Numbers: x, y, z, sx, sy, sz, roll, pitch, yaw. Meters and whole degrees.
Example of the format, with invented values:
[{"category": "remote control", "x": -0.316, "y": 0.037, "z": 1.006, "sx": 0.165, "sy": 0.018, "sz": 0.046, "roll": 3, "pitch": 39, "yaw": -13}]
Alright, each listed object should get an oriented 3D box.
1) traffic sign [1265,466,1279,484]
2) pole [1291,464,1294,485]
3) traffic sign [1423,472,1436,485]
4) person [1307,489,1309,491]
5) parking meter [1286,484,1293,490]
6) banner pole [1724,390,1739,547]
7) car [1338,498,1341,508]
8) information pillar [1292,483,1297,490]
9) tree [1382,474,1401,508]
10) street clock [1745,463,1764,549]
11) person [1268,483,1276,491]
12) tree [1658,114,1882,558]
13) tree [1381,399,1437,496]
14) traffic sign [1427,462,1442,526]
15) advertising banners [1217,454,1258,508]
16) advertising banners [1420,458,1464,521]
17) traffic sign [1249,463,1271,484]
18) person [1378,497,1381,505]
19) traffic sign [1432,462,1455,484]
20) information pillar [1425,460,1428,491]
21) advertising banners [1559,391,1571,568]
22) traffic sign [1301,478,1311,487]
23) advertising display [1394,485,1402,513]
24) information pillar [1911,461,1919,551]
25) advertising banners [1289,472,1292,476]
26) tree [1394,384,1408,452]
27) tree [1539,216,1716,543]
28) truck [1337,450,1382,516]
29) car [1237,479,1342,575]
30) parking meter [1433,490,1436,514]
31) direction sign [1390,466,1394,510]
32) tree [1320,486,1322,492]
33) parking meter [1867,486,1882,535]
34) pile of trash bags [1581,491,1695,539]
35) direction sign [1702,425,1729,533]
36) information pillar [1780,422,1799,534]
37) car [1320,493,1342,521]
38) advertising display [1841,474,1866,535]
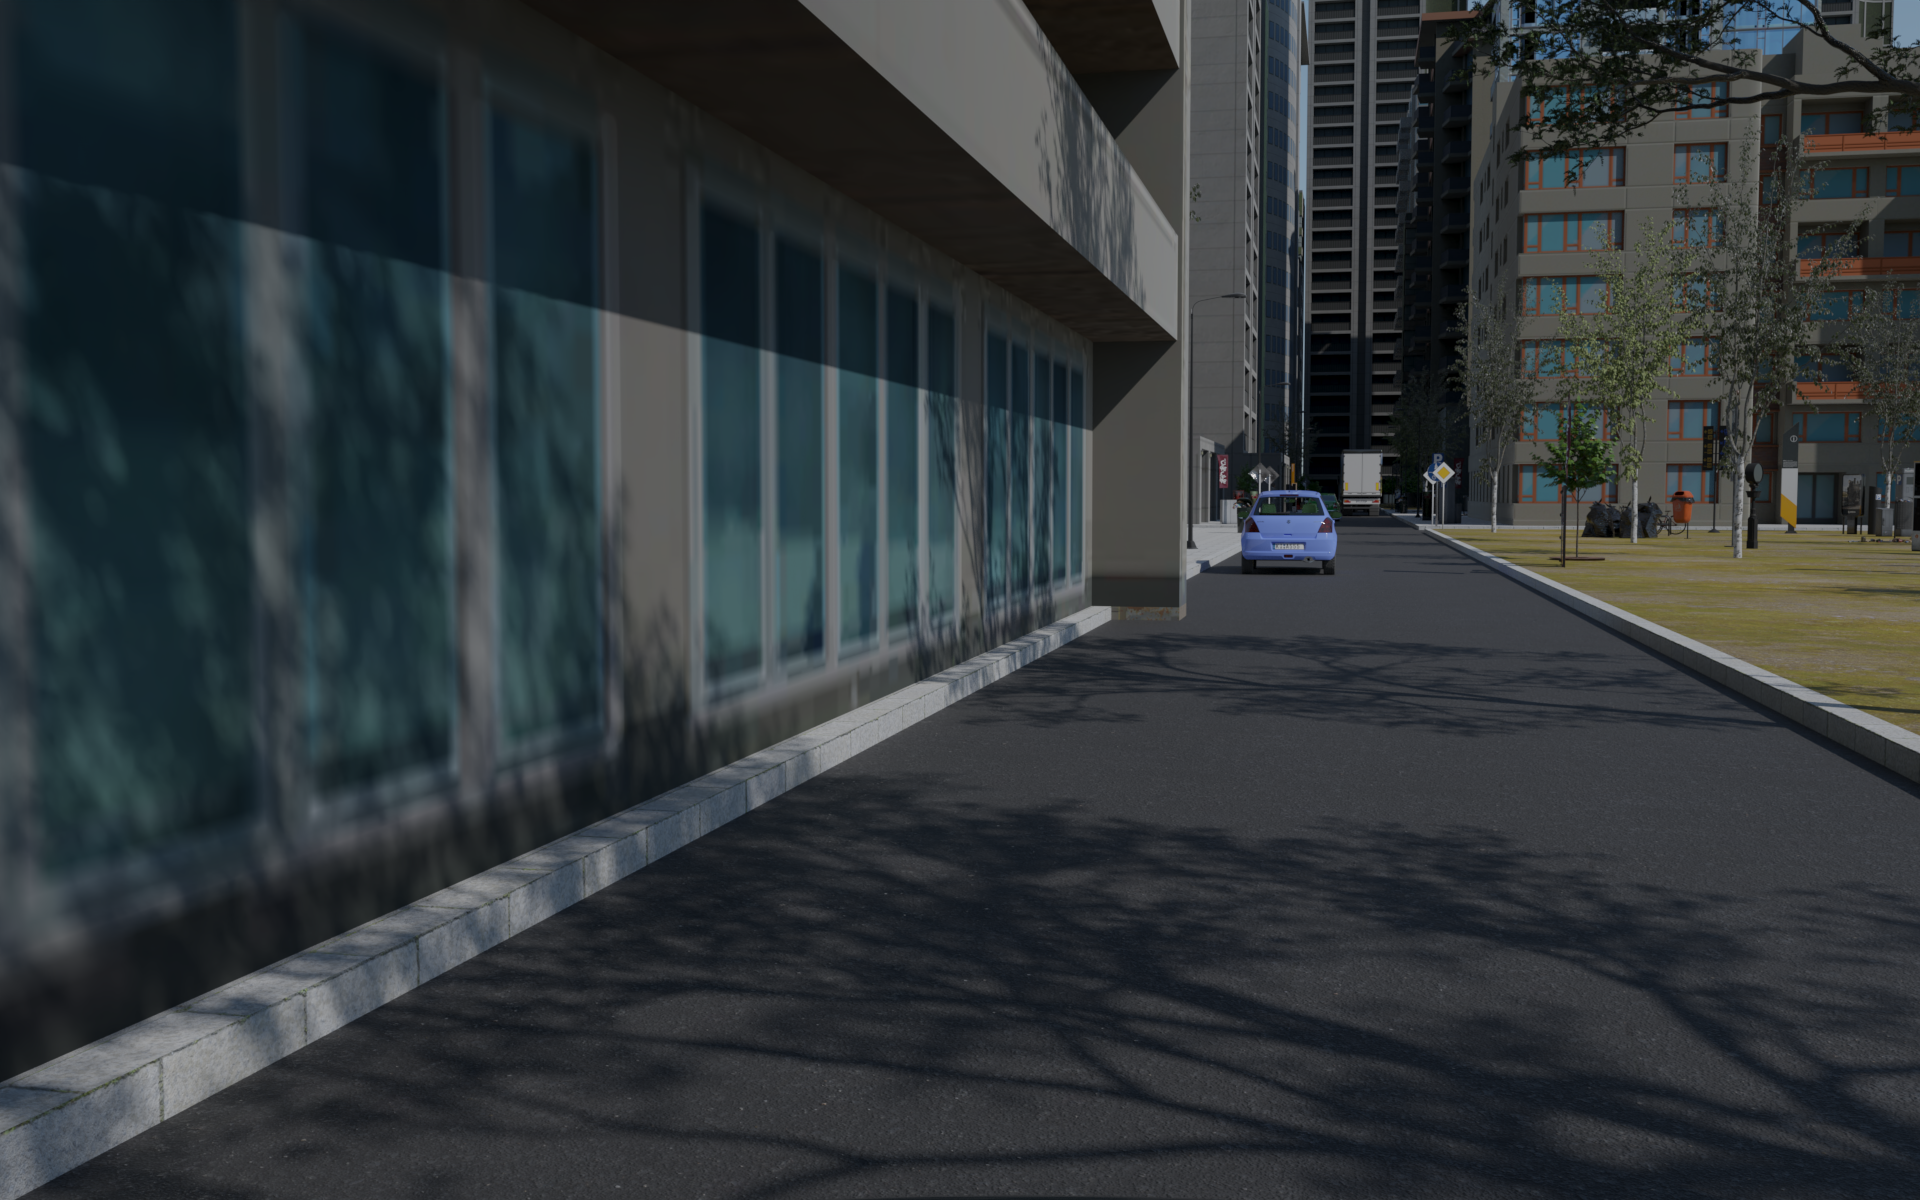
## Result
[{"category": "traffic sign", "x": 12.821, "y": -4.264, "z": 71.904, "sx": 0.795, "sy": 2.593, "sz": 0.064, "roll": 1, "pitch": 4, "yaw": 13}, {"category": "pole", "x": 22.373, "y": -7.499, "z": 116.447, "sx": 0.158, "sy": 3.312, "sz": 0.155, "roll": 0, "pitch": 3, "yaw": 0}, {"category": "traffic sign", "x": 19.252, "y": -4.175, "z": 70.446, "sx": 0.795, "sy": 2.593, "sz": 0.064, "roll": 1, "pitch": 4, "yaw": 13}, {"category": "person", "x": 32.127, "y": -9.400, "z": 160.291, "sx": 0.990, "sy": 1.755, "sz": 0.434, "roll": -1, "pitch": 4, "yaw": -21}, {"category": "parking meter", "x": 19.363, "y": -5.882, "z": 101.880, "sx": 0.255, "sy": 1.863, "sz": 0.399, "roll": 3, "pitch": 5, "yaw": 43}, {"category": "banner pole", "x": 18.795, "y": -3.184, "z": 42.080, "sx": 0.401, "sy": 3.779, "sz": 0.863, "roll": 1, "pitch": 4, "yaw": 15}, {"category": "car", "x": 36.896, "y": -9.421, "z": 164.260, "sx": 2.015, "sy": 1.641, "sz": 3.980, "roll": 1, "pitch": 4, "yaw": 14}, {"category": "information pillar", "x": 22.223, "y": -6.769, "z": 115.169, "sx": 0.304, "sy": 2.012, "sz": 0.304, "roll": 1, "pitch": 4, "yaw": 14}, {"category": "tree", "x": 40.884, "y": -10.329, "z": 163.483, "sx": 1.663, "sy": 3.219, "sz": 1.824, "roll": 0, "pitch": 3, "yaw": 0}, {"category": "street clock", "x": 18.575, "y": -2.201, "z": 40.555, "sx": 0.471, "sy": 2.002, "sz": 0.358, "roll": -3, "pitch": 4, "yaw": -39}, {"category": "person", "x": 15.098, "y": -4.749, "z": 83.786, "sx": 0.850, "sy": 1.850, "sz": 0.679, "roll": 0, "pitch": 4, "yaw": 4}, {"category": "tree", "x": 15.883, "y": -5.153, "z": 34.620, "sx": 4.360, "sy": 8.622, "sz": 3.978, "roll": 0, "pitch": 3, "yaw": 0}, {"category": "tree", "x": 34.770, "y": -11.245, "z": 134.223, "sx": 4.737, "sy": 8.622, "sz": 4.395, "roll": 0, "pitch": 3, "yaw": 0}, {"category": "traffic sign", "x": 19.110, "y": -4.238, "z": 69.397, "sx": 0.768, "sy": 2.556, "sz": 0.104, "roll": 1, "pitch": 4, "yaw": 17}, {"category": "advertising banners", "x": 12.360, "y": -4.921, "z": 76.649, "sx": 2.074, "sy": 3.025, "sz": 0.090, "roll": -1, "pitch": 4, "yaw": -9}, {"category": "advertising banners", "x": 23.315, "y": -5.351, "z": 83.684, "sx": 2.074, "sy": 3.025, "sz": 0.090, "roll": 0, "pitch": 4, "yaw": 0}, {"category": "traffic sign", "x": 11.074, "y": -3.787, "z": 64.111, "sx": 0.795, "sy": 2.593, "sz": 0.064, "roll": 1, "pitch": 4, "yaw": 13}, {"category": "person", "x": 49.412, "y": -12.104, "z": 204.395, "sx": 0.568, "sy": 1.767, "sz": 0.683, "roll": -1, "pitch": 4, "yaw": -16}, {"category": "traffic sign", "x": 17.504, "y": -3.698, "z": 62.654, "sx": 0.795, "sy": 2.593, "sz": 0.064, "roll": 1, "pitch": 4, "yaw": 13}, {"category": "information pillar", "x": 28.160, "y": -6.926, "z": 104.593, "sx": 0.183, "sy": 3.616, "sz": 0.504, "roll": 1, "pitch": 4, "yaw": 17}, {"category": "advertising banners", "x": 10.643, "y": -2.096, "z": 30.458, "sx": 0.090, "sy": 3.025, "sz": 2.074, "roll": 1, "pitch": 4, "yaw": 17}, {"category": "traffic sign", "x": 27.494, "y": -8.449, "z": 137.874, "sx": 0.795, "sy": 2.593, "sz": 0.064, "roll": 1, "pitch": 4, "yaw": 19}, {"category": "advertising display", "x": 30.444, "y": -7.040, "z": 120.314, "sx": 0.123, "sy": 1.923, "sz": 0.974, "roll": -1, "pitch": 4, "yaw": -10}, {"category": "information pillar", "x": 21.544, "y": -2.095, "z": 38.737, "sx": 0.304, "sy": 2.012, "sz": 0.304, "roll": -1, "pitch": 4, "yaw": -14}, {"category": "advertising banners", "x": 27.168, "y": -8.741, "z": 139.103, "sx": 2.074, "sy": 3.025, "sz": 0.090, "roll": 0, "pitch": 4, "yaw": -6}, {"category": "tree", "x": 27.029, "y": -9.147, "z": 99.915, "sx": 4.360, "sy": 8.622, "sz": 3.978, "roll": 0, "pitch": 3, "yaw": 0}, {"category": "tree", "x": 17.474, "y": -5.807, "z": 45.300, "sx": 4.737, "sy": 8.622, "sz": 4.395, "roll": 0, "pitch": 3, "yaw": 0}, {"category": "truck", "x": 26.507, "y": -7.701, "z": 114.830, "sx": 2.839, "sy": 4.237, "sz": 11.283, "roll": 1, "pitch": 4, "yaw": 12}, {"category": "car", "x": 6.111, "y": -1.380, "z": 32.153, "sx": 1.945, "sy": 1.707, "sz": 3.694, "roll": 1, "pitch": 4, "yaw": 11}, {"category": "parking meter", "x": 30.440, "y": -6.262, "z": 110.796, "sx": 0.372, "sy": 1.533, "sz": 0.369, "roll": 0, "pitch": 3, "yaw": 0}, {"category": "direction sign", "x": 35.425, "y": -9.169, "z": 141.905, "sx": 0.379, "sy": 3.537, "sz": 0.876, "roll": 1, "pitch": 4, "yaw": 11}, {"category": "tree", "x": 32.845, "y": -10.373, "z": 164.199, "sx": 1.663, "sy": 3.219, "sz": 1.824, "roll": 0, "pitch": 3, "yaw": 0}, {"category": "parking meter", "x": 28.819, "y": -2.822, "z": 54.558, "sx": 0.372, "sy": 1.533, "sz": 0.369, "roll": 0, "pitch": 3, "yaw": 0}, {"category": "pile of trash bags", "x": 19.890, "y": -2.499, "z": 50.605, "sx": 1.912, "sy": 1.369, "sz": 3.447, "roll": -2, "pitch": 4, "yaw": -31}, {"category": "direction sign", "x": 25.020, "y": -3.998, "z": 57.370, "sx": 0.379, "sy": 3.537, "sz": 0.876, "roll": -3, "pitch": 5, "yaw": -43}, {"category": "information pillar", "x": 26.865, "y": -3.958, "z": 56.064, "sx": 0.504, "sy": 3.616, "sz": 0.183, "roll": 1, "pitch": 4, "yaw": 13}, {"category": "car", "x": 19.328, "y": -5.105, "z": 92.264, "sx": 1.959, "sy": 1.807, "sz": 4.718, "roll": 1, "pitch": 4, "yaw": 12}, {"category": "advertising display", "x": 28.417, "y": -3.052, "z": 55.121, "sx": 0.123, "sy": 1.923, "sz": 0.974, "roll": -1, "pitch": 4, "yaw": -9}]
